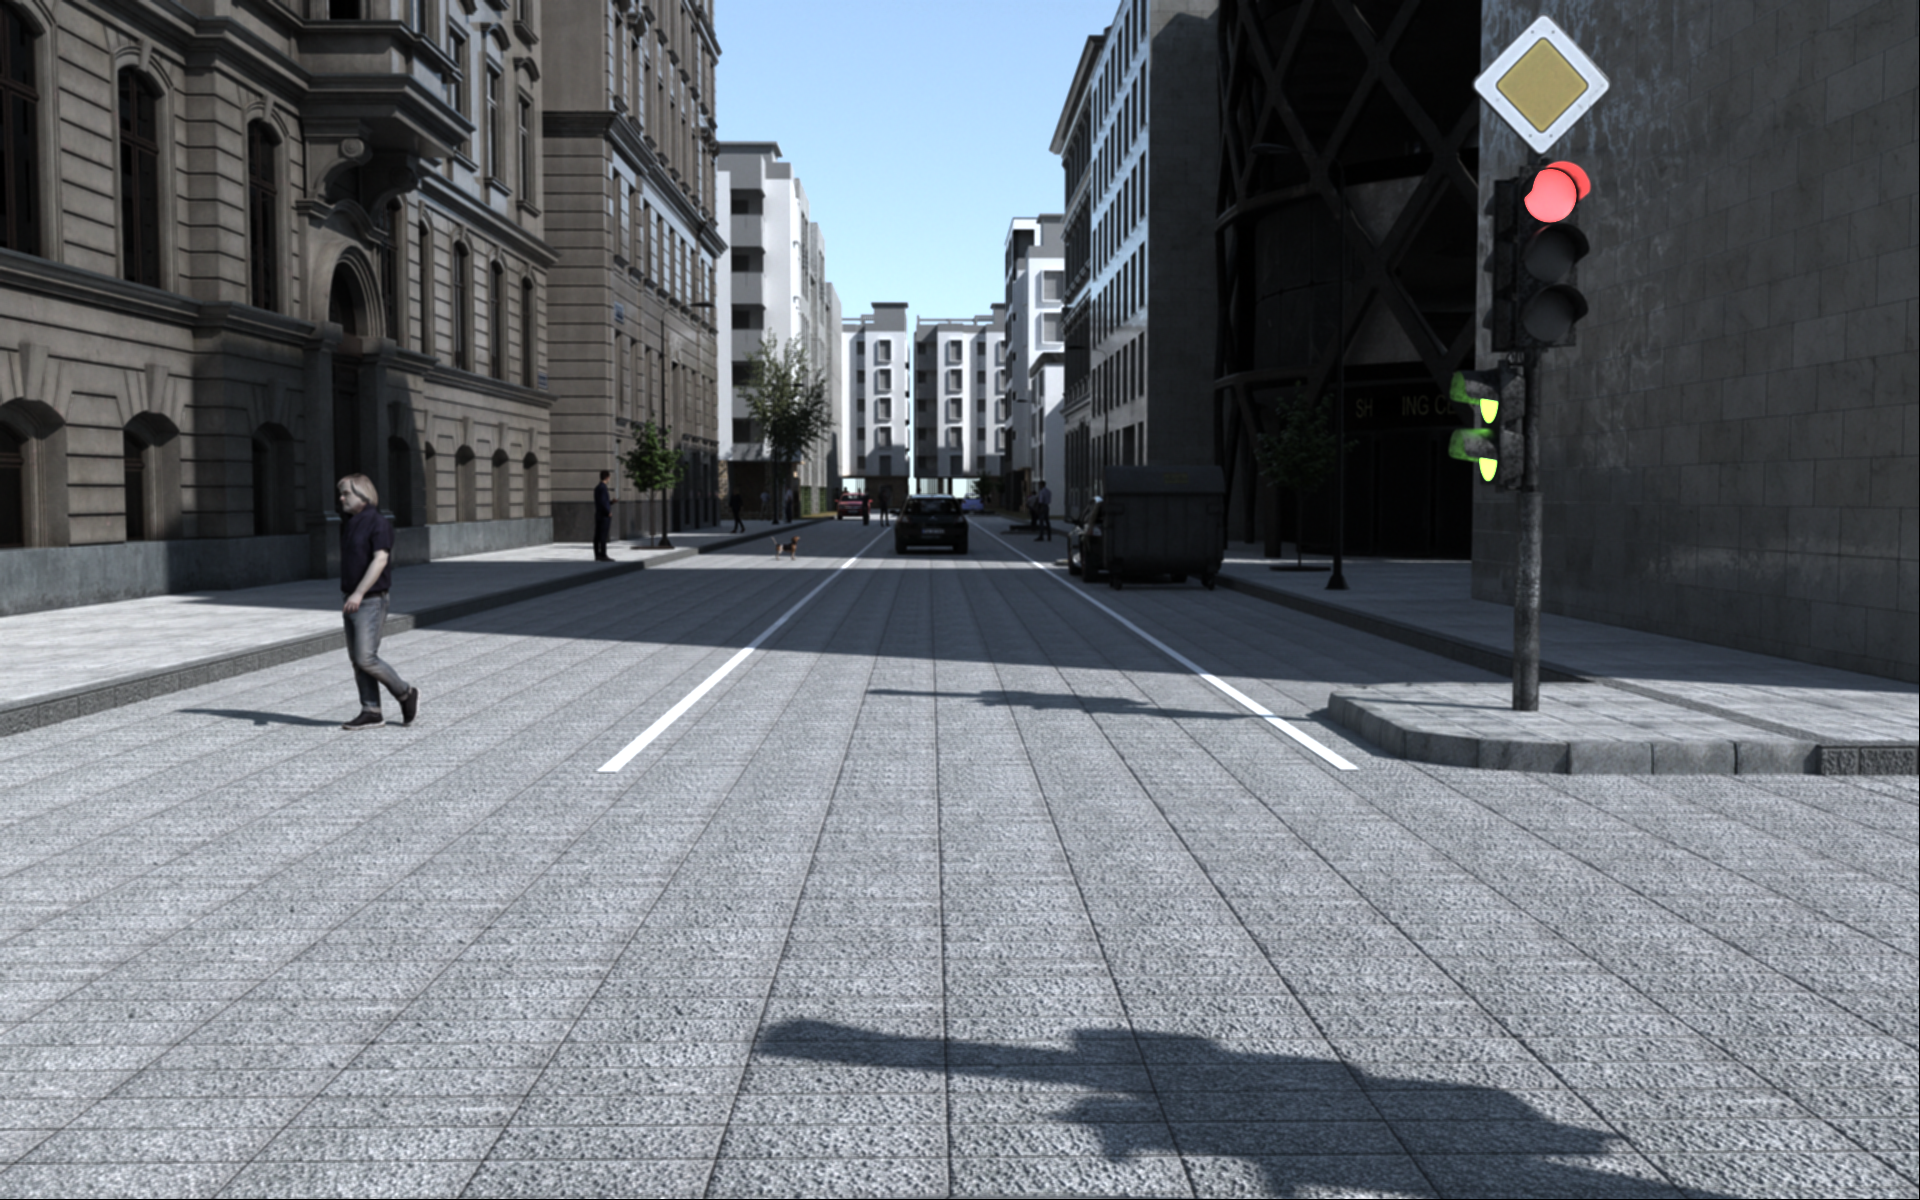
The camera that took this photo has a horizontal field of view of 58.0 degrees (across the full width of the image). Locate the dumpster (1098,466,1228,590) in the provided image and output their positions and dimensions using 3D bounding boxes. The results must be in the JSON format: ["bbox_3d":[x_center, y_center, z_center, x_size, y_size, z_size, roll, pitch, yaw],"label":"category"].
[{"bbox_3d":[3.046,-1.100,26.202,1.865,1.857,1.264,0,4,1],"label":"dumpster"}]

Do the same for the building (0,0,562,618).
[{"bbox_3d":[-15.295,-12.700,26.728,14.460,24.649,34.723,0,4,-1],"label":"building"}]

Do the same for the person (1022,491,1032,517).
[{"bbox_3d":[3.960,-5.349,96.726,0.991,1.433,0.599,-1,4,-9],"label":"person"}]

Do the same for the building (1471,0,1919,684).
[{"bbox_3d":[14.789,-9.840,15.640,16.860,20.320,10.420,0,4,-1],"label":"building"}]

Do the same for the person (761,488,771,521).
[{"bbox_3d":[-9.431,-4.633,83.856,0.516,1.574,0.319,1,4,18],"label":"person"}]

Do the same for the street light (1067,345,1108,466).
[{"bbox_3d":[4.045,-4.999,54.271,1.470,5.913,1.316,0,4,-1],"label":"street light"}]

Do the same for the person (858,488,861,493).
[{"bbox_3d":[-9.232,-9.326,158.666,0.705,1.807,1.348,-1,4,-14],"label":"person"}]

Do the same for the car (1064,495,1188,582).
[{"bbox_3d":[2.810,-1.205,29.481,2.009,1.686,4.222,0,4,-1],"label":"car"}]

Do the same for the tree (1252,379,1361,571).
[{"bbox_3d":[5.696,-2.119,29.253,1.663,3.219,1.824,0,3,0],"label":"tree"}]

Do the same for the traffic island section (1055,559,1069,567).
[{"bbox_3d":[2.929,-0.739,34.946,1.991,0.108,1.994,0,4,-1],"label":"traffic island section"}]

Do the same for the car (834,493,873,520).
[{"bbox_3d":[-5.984,-5.408,97.454,2.155,1.783,4.494,0,4,-2],"label":"car"}]

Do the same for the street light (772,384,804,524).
[{"bbox_3d":[-7.260,-6.147,73.042,1.470,5.913,1.316,0,4,-1],"label":"street light"}]

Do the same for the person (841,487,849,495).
[{"bbox_3d":[-8.877,-7.860,134.485,1.348,1.831,0.705,0,4,-1],"label":"person"}]

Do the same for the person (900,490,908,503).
[{"bbox_3d":[-4.125,-7.276,128.254,0.721,1.735,1.217,-2,4,-24],"label":"person"}]

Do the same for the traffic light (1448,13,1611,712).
[{"bbox_3d":[3.339,-1.280,10.172,0.839,4.213,0.868,0,4,-1],"label":"traffic light"}]

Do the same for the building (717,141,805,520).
[{"bbox_3d":[-16.337,-14.347,90.988,16.016,20.091,11.380,0,4,-1],"label":"building"}]

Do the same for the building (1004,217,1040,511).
[{"bbox_3d":[17.563,-18.392,144.682,27.936,21.610,32.646,0,4,-1],"label":"building"}]

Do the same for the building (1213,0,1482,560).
[{"bbox_3d":[14.024,-10.466,38.577,16.820,18.784,16.811,0,4,-1],"label":"building"}]

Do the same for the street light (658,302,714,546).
[{"bbox_3d":[-6.651,-4.249,42.005,1.470,5.913,1.316,0,4,-1],"label":"street light"}]

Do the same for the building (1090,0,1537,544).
[{"bbox_3d":[10.151,-12.270,55.369,10.420,20.320,16.860,0,4,-1],"label":"building"}]

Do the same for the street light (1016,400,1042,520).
[{"bbox_3d":[3.471,-6.899,85.332,1.470,5.913,1.316,0,4,-1],"label":"street light"}]

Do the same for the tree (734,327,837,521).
[{"bbox_3d":[-7.995,-7.776,77.499,4.737,8.622,4.395,0,3,0],"label":"tree"}]

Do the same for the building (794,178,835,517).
[{"bbox_3d":[-17.613,-15.064,112.759,16.747,18.905,31.486,0,4,-1],"label":"building"}]

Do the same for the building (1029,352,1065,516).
[{"bbox_3d":[9.441,-9.822,102.737,9.099,9.664,28.070,0,4,-1],"label":"building"}]

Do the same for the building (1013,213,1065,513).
[{"bbox_3d":[11.836,-16.283,122.651,16.016,20.091,11.380,0,4,-1],"label":"building"}]

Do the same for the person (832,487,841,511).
[{"bbox_3d":[-9.355,-7.687,131.808,0.705,1.814,1.350,-2,4,-28],"label":"person"}]

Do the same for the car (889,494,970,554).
[{"bbox_3d":[-0.732,-2.009,42.635,2.009,1.686,4.222,0,4,-3],"label":"car"}]

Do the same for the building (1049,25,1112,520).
[{"bbox_3d":[10.315,-14.587,74.659,11.583,22.565,21.152,0,4,-1],"label":"building"}]

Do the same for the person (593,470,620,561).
[{"bbox_3d":[-6.784,-1.619,33.225,0.504,1.737,0.576,-3,4,-38],"label":"person"}]

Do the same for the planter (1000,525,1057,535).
[{"bbox_3d":[2.448,-2.513,62.233,1.991,0.319,1.994,0,4,-1],"label":"planter"}]

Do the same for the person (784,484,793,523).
[{"bbox_3d":[-7.640,-4.271,76.812,0.436,1.711,0.756,0,4,2],"label":"person"}]

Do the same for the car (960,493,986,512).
[{"bbox_3d":[0.980,-7.393,130.465,1.945,1.707,3.694,0,4,1],"label":"car"}]

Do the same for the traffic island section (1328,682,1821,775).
[{"bbox_3d":[3.379,0.734,10.286,2.009,0.180,2.903,0,4,-1],"label":"traffic island section"}]

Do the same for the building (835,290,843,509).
[{"bbox_3d":[-26.553,-17.510,152.740,31.486,18.905,16.747,0,4,-1],"label":"building"}]

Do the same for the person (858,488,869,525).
[{"bbox_3d":[-4.457,-4.299,79.593,0.742,1.727,0.445,2,4,31],"label":"person"}]

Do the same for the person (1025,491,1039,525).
[{"bbox_3d":[2.691,-3.235,63.599,0.614,1.554,0.590,1,4,22],"label":"person"}]

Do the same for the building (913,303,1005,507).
[{"bbox_3d":[0.960,-19.655,177.775,11.380,20.091,16.016,0,4,-1],"label":"building"}]

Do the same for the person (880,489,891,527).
[{"bbox_3d":[-3.285,-4.065,76.424,0.593,1.643,0.415,1,4,15],"label":"person"}]

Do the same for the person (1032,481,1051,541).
[{"bbox_3d":[2.460,-2.715,52.764,0.599,1.838,0.709,3,5,40],"label":"person"}]

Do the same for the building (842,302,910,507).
[{"bbox_3d":[-10.904,-19.608,177.016,11.380,20.091,16.016,0,4,-1],"label":"building"}]

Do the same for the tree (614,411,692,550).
[{"bbox_3d":[-7.140,-2.791,40.238,1.663,3.219,1.824,0,3,0],"label":"tree"}]

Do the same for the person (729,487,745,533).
[{"bbox_3d":[-7.349,-2.970,57.142,0.480,1.512,0.613,1,4,21],"label":"person"}]

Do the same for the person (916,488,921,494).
[{"bbox_3d":[-2.010,-4.748,86.835,0.721,1.736,1.217,3,4,39],"label":"person"}]

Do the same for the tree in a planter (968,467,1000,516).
[{"bbox_3d":[1.545,-7.020,111.994,1.991,3.239,1.994,0,4,-1],"label":"tree in a planter"}]

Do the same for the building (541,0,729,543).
[{"bbox_3d":[-15.058,-15.867,56.686,12.463,27.353,25.104,0,4,-1],"label":"building"}]

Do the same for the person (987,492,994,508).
[{"bbox_3d":[2.820,-9.185,159.400,0.799,1.438,0.628,1,4,12],"label":"person"}]

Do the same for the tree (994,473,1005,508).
[{"bbox_3d":[3.794,-10.288,162.807,1.663,3.219,1.824,0,3,0],"label":"tree"}]

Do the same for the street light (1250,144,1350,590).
[{"bbox_3d":[4.545,-3.096,23.163,1.470,5.913,1.316,0,4,-1],"label":"street light"}]

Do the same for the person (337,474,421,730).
[{"bbox_3d":[-3.556,0.010,10.550,0.471,1.553,0.569,-1,4,-9],"label":"person"}]
